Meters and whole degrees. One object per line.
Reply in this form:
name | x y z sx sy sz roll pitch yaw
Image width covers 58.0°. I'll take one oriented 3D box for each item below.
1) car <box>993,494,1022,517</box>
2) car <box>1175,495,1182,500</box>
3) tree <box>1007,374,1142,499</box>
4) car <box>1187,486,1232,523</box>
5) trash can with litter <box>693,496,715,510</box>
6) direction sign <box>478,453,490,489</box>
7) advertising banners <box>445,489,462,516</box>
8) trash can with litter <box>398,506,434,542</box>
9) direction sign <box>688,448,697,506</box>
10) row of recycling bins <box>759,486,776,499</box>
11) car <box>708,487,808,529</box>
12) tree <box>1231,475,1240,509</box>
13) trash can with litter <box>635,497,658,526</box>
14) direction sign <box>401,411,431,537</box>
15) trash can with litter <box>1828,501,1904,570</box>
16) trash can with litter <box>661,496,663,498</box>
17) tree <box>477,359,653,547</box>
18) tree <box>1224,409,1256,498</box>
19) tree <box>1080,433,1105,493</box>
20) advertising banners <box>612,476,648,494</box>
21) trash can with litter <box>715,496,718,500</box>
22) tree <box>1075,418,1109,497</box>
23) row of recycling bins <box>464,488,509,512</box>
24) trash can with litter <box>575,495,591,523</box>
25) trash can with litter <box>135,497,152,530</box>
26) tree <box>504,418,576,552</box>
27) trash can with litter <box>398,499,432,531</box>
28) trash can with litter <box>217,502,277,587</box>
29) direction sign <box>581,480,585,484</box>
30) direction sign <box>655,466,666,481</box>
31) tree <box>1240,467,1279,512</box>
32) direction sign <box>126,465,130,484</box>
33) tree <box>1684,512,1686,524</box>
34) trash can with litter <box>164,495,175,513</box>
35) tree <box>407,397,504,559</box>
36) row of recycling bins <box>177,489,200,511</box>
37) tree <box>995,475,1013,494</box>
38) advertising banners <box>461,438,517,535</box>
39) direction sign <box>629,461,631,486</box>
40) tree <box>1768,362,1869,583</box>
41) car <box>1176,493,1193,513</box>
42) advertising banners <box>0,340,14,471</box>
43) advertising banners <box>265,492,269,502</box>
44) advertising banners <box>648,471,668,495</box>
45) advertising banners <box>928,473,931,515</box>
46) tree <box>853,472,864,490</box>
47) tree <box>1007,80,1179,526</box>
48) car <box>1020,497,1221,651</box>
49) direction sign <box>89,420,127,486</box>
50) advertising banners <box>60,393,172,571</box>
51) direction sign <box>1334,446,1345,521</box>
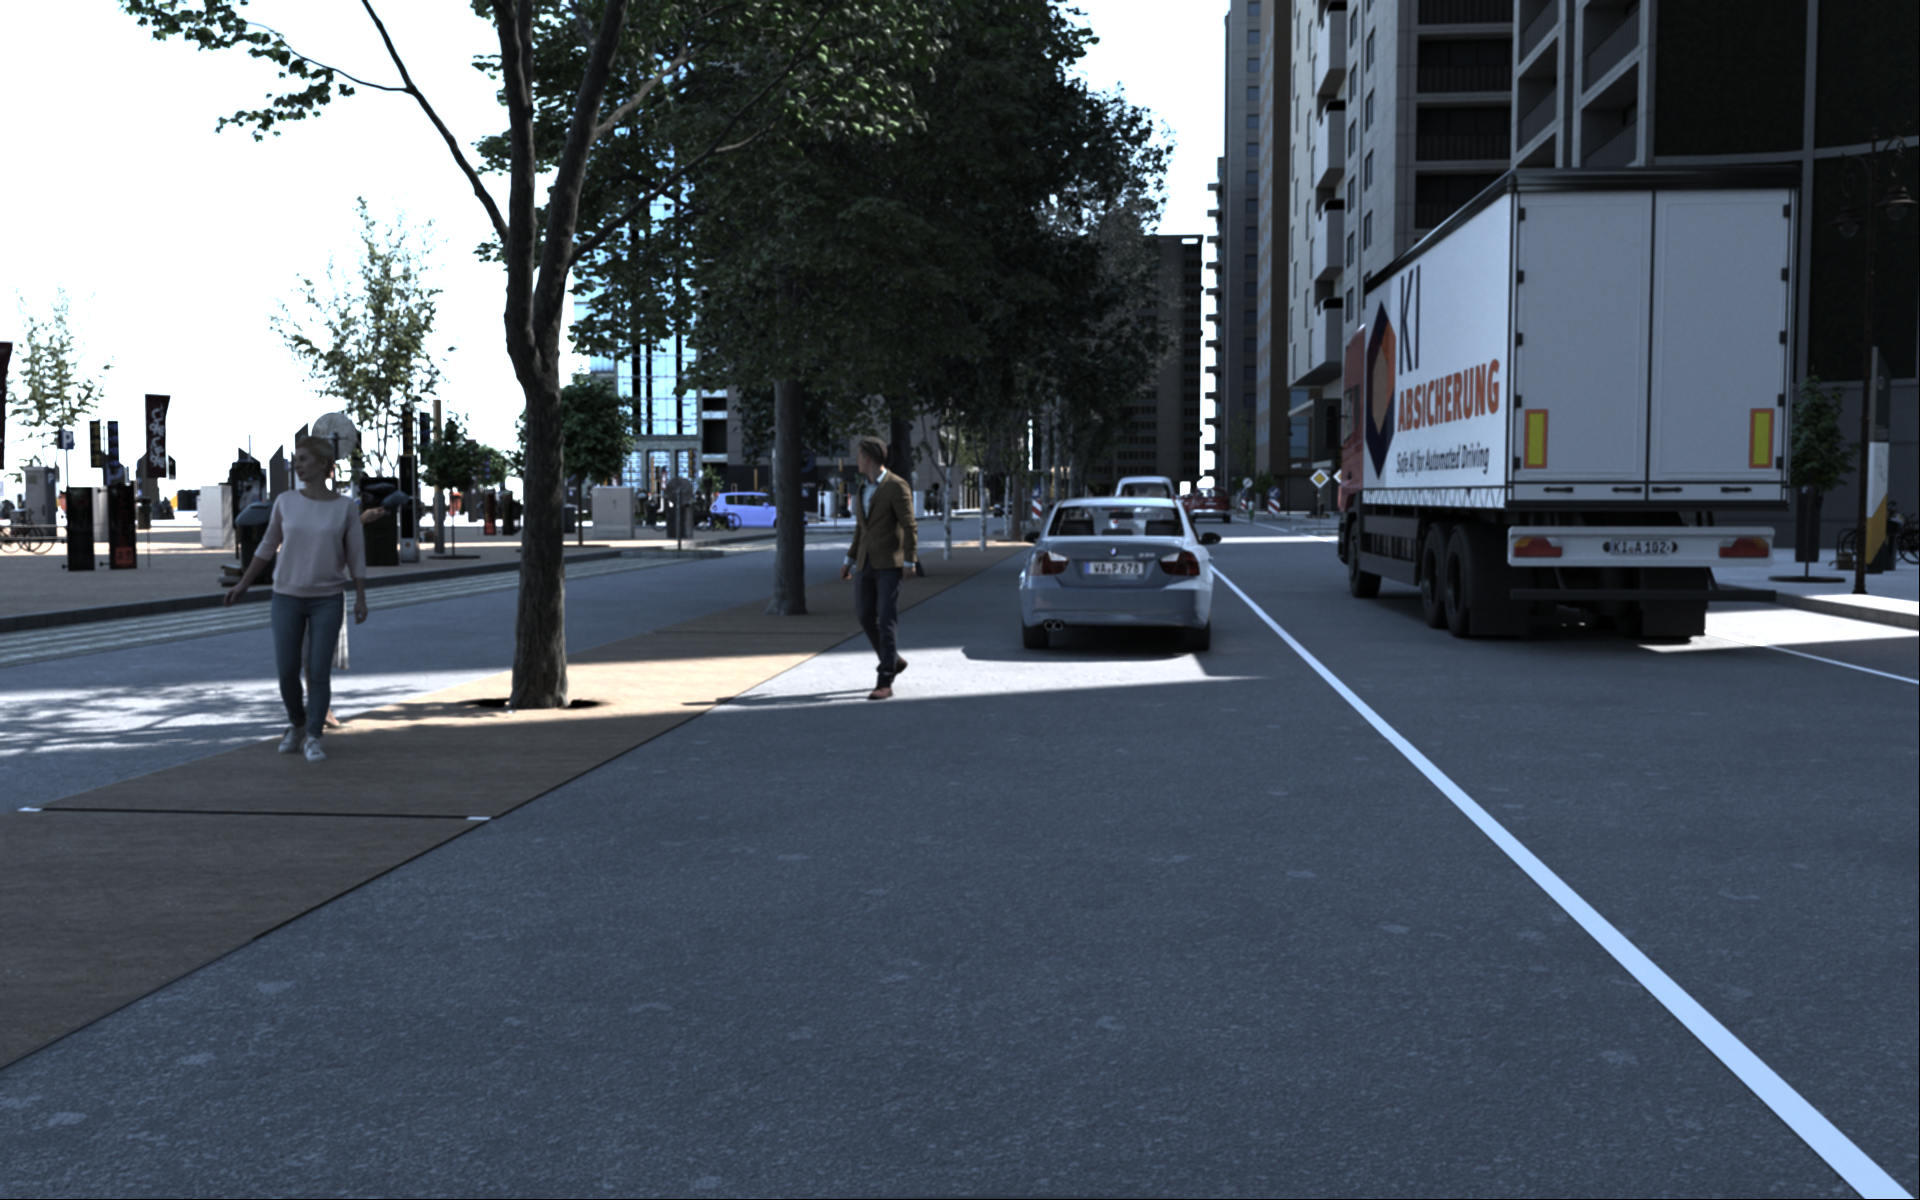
car | 3.104 -6.020 108.214 2.009 1.686 4.222 0 4 7
car | 16.428 -7.372 132.886 2.083 1.381 4.827 0 4 7
tree | 6.126 -9.863 98.137 8.767 10.594 7.601 0 4 6
car | 12.522 -4.783 86.875 2.281 1.827 5.304 0 4 7
trash can with litter | -14.794 -5.378 99.312 0.624 1.170 1.055 2 4 32
direction sign | -26.064 -6.282 94.706 0.876 3.537 0.379 1 4 19
advertising banners | -30.193 -6.530 102.960 0.090 3.025 2.074 2 4 31
trash can with litter | -14.422 -2.119 46.036 0.624 1.170 1.055 3 5 40
direction sign | -13.140 -5.696 85.121 0.379 3.537 0.876 1 4 16
row of recycling bins | -8.729 -4.876 86.829 3.534 1.692 1.069 3 5 39
car | -7.526 -3.370 64.695 3.694 1.707 1.945 0 4 6
tree | 24.505 -9.558 150.875 1.663 3.219 1.824 0 3 0
trash can with litter | -12.814 -3.613 70.464 1.055 1.170 0.624 1 4 10
direction sign | -14.873 -3.392 47.457 0.379 3.537 0.876 3 5 41
trash can with litter | 15.214 -1.082 29.084 1.055 1.170 0.624 1 4 19
trash can with litter | -19.542 -6.183 112.143 2.233 1.210 1.678 0 4 5
tree | -9.228 -3.589 42.398 4.285 4.588 4.351 0 3 0
tree | 24.469 -12.038 147.186 4.737 8.622 4.395 0 3 0
tree | 9.360 -10.958 131.986 4.737 8.622 4.395 0 3 0
advertising banners | -19.102 -6.319 99.506 2.074 3.025 0.090 -2 4 -27
trash can with litter | -18.499 -7.327 131.178 0.624 1.170 1.055 3 4 37
tree | 9.229 -10.655 127.023 4.360 8.622 3.978 0 3 0
row of recycling bins | -33.487 -7.069 122.698 3.534 1.692 1.069 1 4 10
trash can with litter | -17.538 -3.995 76.381 2.233 1.210 1.678 -2 4 -35
trash can with litter | -29.423 -3.108 62.204 0.624 1.170 1.055 -3 4 -39
tree | -9.223 -2.671 38.267 1.663 3.219 1.824 0 3 0
trash can with litter | -19.131 -3.021 60.452 1.678 1.210 2.233 -1 4 -9
trash can with litter | -9.940 -0.792 24.342 0.624 1.170 1.055 0 4 7
direction sign | -29.154 -8.615 132.849 0.876 3.537 0.379 -3 5 -40
direction sign | -23.841 -8.935 138.077 0.876 3.537 0.379 -1 4 -12
tree | 22.087 -8.136 127.625 1.663 3.219 1.824 0 3 0
direction sign | -65.800 -8.845 136.618 0.379 3.537 0.876 1 4 18
tree | 13.198 -2.260 31.560 1.663 3.219 1.824 0 3 0
trash can with litter | -52.984 -6.404 115.755 1.678 1.210 2.233 -2 4 -27
tree | -10.180 -2.450 34.654 1.663 3.219 1.824 0 3 0
row of recycling bins | -59.588 -7.810 134.812 1.069 1.692 3.534 1 4 17
tree | 4.203 -10.800 171.174 1.663 3.219 1.824 0 3 0
advertising banners | -14.664 -3.538 54.031 2.074 3.025 0.090 2 4 29
direction sign | -22.333 -7.672 117.438 0.379 3.537 0.876 0 4 -5
tree | 12.606 -1.888 25.469 1.663 3.219 1.824 0 3 0
car | 14.622 -6.115 109.021 2.155 1.783 4.494 0 4 6
advertising banners | -11.627 -1.409 19.229 2.074 3.025 0.090 -2 4 -33
advertising banners | -48.665 -7.630 120.932 2.074 3.025 0.090 2 4 25
advertising banners | -23.294 -8.318 132.191 2.074 3.025 0.090 1 4 9
advertising banners | -1.874 -6.722 106.092 0.090 3.025 2.074 0 4 2
tree | -4.517 -5.636 86.748 1.663 3.219 1.824 0 3 0
tree | 2.539 -13.242 74.852 12.611 20.169 13.585 0 3 0
car | 1.597 -0.320 17.235 2.014 1.417 4.499 0 4 7
direction sign | -26.171 -3.734 53.041 0.876 3.537 0.379 0 4 -5
advertising banners | -14.324 -2.038 29.502 0.090 3.025 2.074 2 4 31
direction sign | 18.129 -5.501 81.943 0.876 3.537 0.379 -1 4 -10
